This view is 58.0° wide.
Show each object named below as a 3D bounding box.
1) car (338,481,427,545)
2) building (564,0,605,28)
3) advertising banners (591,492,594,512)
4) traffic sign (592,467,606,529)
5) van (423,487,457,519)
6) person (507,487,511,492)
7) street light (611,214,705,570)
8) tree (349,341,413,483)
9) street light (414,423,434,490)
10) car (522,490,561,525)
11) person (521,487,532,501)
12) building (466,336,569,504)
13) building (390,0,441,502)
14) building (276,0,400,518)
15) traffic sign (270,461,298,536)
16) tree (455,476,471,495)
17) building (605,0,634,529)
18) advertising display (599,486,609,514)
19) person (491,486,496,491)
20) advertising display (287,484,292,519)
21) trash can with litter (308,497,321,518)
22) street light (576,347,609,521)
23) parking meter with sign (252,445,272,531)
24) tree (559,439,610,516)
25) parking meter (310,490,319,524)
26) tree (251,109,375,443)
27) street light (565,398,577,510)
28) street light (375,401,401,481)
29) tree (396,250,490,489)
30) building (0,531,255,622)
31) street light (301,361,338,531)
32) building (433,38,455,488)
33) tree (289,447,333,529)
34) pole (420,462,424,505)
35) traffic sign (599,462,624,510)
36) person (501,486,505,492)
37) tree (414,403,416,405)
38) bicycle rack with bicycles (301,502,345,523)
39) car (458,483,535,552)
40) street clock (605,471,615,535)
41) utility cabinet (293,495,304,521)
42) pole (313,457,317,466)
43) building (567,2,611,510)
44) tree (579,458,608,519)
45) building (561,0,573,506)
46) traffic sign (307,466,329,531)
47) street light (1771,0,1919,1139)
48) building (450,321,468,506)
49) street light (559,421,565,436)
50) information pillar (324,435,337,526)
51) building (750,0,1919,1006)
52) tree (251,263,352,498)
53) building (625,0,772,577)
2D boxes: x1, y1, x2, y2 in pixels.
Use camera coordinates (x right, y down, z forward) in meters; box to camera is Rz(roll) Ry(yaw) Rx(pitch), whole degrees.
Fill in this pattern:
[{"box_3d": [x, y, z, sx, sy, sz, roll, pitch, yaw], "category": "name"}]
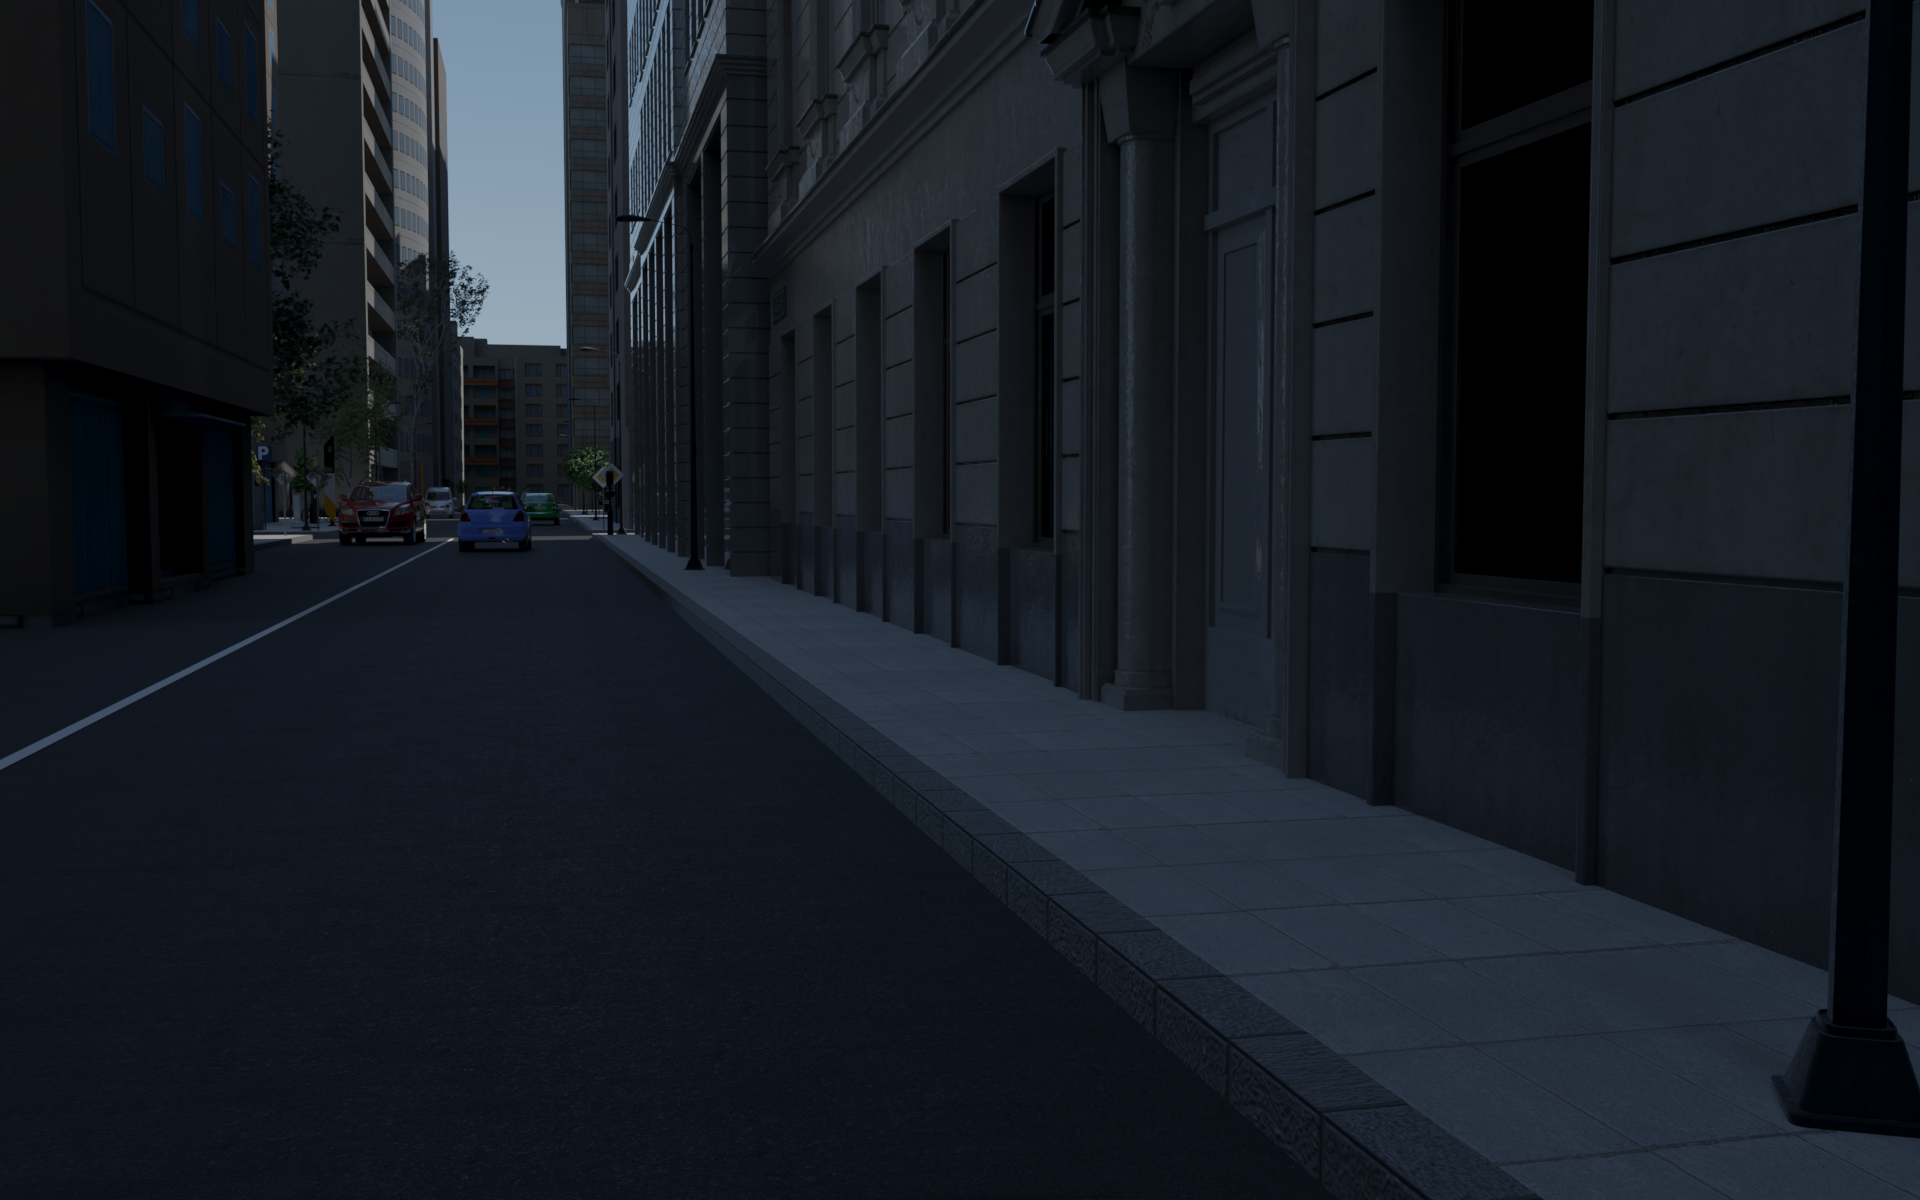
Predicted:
[{"box_3d": [-16.714, -2.544, 50.274, 2.281, 1.827, 5.304, -1, 4, -12], "category": "car"}, {"box_3d": [-23.998, -35.608, 171.436, 28.713, 52.752, 27.495, -1, 4, -14], "category": "building"}, {"box_3d": [-25.870, -7.676, 121.683, 0.090, 3.025, 2.074, -1, 4, -16], "category": "advertising banners"}, {"box_3d": [-12.942, -3.622, 62.857, 0.795, 2.450, 0.064, -1, 4, -14], "category": "traffic sign"}, {"box_3d": [-30.544, -5.781, 101.523, 2.013, 2.044, 4.112, -1, 4, -15], "category": "van"}, {"box_3d": [-26.926, -5.814, 103.336, 0.755, 1.850, 0.659, 0, 4, -3], "category": "person"}, {"box_3d": [-5.027, -3.455, 29.038, 1.470, 5.913, 1.316, -1, 4, -14], "category": "street light"}, {"box_3d": [-29.345, -8.076, 82.400, 4.737, 8.622, 4.395, 0, 3, 0], "category": "tree"}, {"box_3d": [-34.822, -8.562, 112.524, 1.470, 5.913, 1.316, -1, 4, -14], "category": "street light"}, {"box_3d": [-19.562, -4.394, 80.640, 1.959, 1.807, 4.718, -1, 4, -13], "category": "car"}, {"box_3d": [-23.860, -5.331, 95.512, 0.661, 1.843, 0.795, -2, 4, -26], "category": "person"}, {"box_3d": [-63.865, -23.403, 227.672, 28.899, 21.520, 27.650, -1, 4, -14], "category": "building"}, {"box_3d": [-55.354, -36.819, 143.981, 21.231, 58.520, 28.212, -1, 4, -14], "category": "building"}, {"box_3d": [-45.382, -29.246, 101.879, 21.300, 48.544, 21.600, -1, 4, -14], "category": "building"}, {"box_3d": [-20.597, -3.008, 52.826, 0.795, 2.450, 0.064, -1, 4, -14], "category": "traffic sign"}, {"box_3d": [-51.648, -11.339, 179.986, 1.663, 3.219, 1.824, 0, 3, 0], "category": "tree"}, {"box_3d": [-4.383, -38.827, 73.069, 20.611, 71.187, 20.563, -1, 4, -14], "category": "building"}, {"box_3d": [-22.274, -6.343, 108.915, 0.974, 1.923, 0.123, -1, 4, -15], "category": "advertising display"}, {"box_3d": [-22.284, -4.545, 82.827, 0.388, 1.821, 0.555, 3, 4, 38], "category": "person"}, {"box_3d": [-34.940, -5.203, 90.285, 0.123, 1.923, 0.974, -2, 4, -28], "category": "advertising display"}, {"box_3d": [-34.752, -4.971, 92.670, 1.055, 1.170, 0.624, 1, 4, 18], "category": "trash can with litter"}, {"box_3d": [-11.324, -5.042, 54.985, 1.470, 5.913, 1.316, -1, 4, -14], "category": "street light"}, {"box_3d": [-24.975, -3.966, 61.100, 0.543, 3.016, 1.738, 0, 4, 8], "category": "parking meter with sign"}, {"box_3d": [-22.442, -7.372, 104.242, 4.285, 4.588, 4.351, 0, 3, 0], "category": "tree"}, {"box_3d": [-27.874, -4.059, 74.779, 0.372, 1.533, 0.369, 0, 3, 0], "category": "parking meter"}, {"box_3d": [-18.348, -7.453, 38.863, 9.611, 12.733, 9.660, 0, 3, 0], "category": "tree"}, {"box_3d": [-18.214, -6.808, 83.845, 1.470, 5.913, 1.316, -1, 4, -14], "category": "street light"}, {"box_3d": [-28.676, -6.983, 86.716, 1.470, 5.913, 1.316, -1, 4, -14], "category": "street light"}, {"box_3d": [-40.440, -16.400, 124.027, 12.611, 20.169, 13.585, 0, 3, 0], "category": "tree"}, {"box_3d": [-17.625, -22.749, 22.062, 14.600, 45.320, 14.200, -1, 4, -14], "category": "building"}, {"box_3d": [-22.304, -5.376, 60.445, 1.470, 5.913, 1.316, -1, 4, -14], "category": "street light"}, {"box_3d": [-56.550, -31.574, 166.350, 14.600, 45.320, 14.200, -1, 4, -14], "category": "building"}, {"box_3d": [-24.500, -4.284, 64.651, 1.663, 3.219, 1.824, 0, 3, 0], "category": "tree"}, {"box_3d": [-34.747, -7.215, 111.814, 0.158, 3.312, 0.155, 0, 3, 0], "category": "pole"}, {"box_3d": [-11.070, -3.147, 55.094, 0.795, 2.450, 0.064, -1, 4, -14], "category": "traffic sign"}, {"box_3d": [-20.424, -4.198, 77.551, 0.576, 1.772, 0.534, -2, 4, -28], "category": "person"}, {"box_3d": [-30.693, -8.571, 90.493, 4.737, 8.622, 4.395, 0, 3, 0], "category": "tree"}, {"box_3d": [-28.578, -3.990, 78.624, 2.925, 0.926, 2.852, -2, 4, -30], "category": "bicycle rack with bicycles"}, {"box_3d": [-11.883, -2.126, 44.356, 1.945, 1.707, 3.694, -1, 4, -12], "category": "car"}, {"box_3d": [-10.911, -3.023, 54.002, 0.358, 2.002, 0.471, -1, 4, -10], "category": "street clock"}, {"box_3d": [-32.154, -4.476, 84.337, 0.306, 1.237, 1.020, -3, 4, -38], "category": "utility cabinet"}, {"box_3d": [-35.056, -6.137, 94.189, 0.158, 3.312, 0.155, 0, 3, 0], "category": "pole"}, {"box_3d": [-26.575, -28.516, 149.825, 14.154, 41.232, 14.086, -1, 4, -14], "category": "building"}, {"box_3d": [-18.941, -5.895, 90.986, 1.663, 3.219, 1.824, 0, 3, 0], "category": "tree"}, {"box_3d": [-34.324, -40.103, 197.677, 21.231, 58.520, 28.212, -1, 4, -14], "category": "building"}, {"box_3d": [-22.469, -3.483, 60.589, 0.795, 2.450, 0.064, -1, 4, -14], "category": "traffic sign"}, {"box_3d": [1.333, -1.882, 3.306, 1.470, 5.913, 1.316, -1, 4, -14], "category": "street light"}, {"box_3d": [-70.301, -21.155, 190.926, 28.899, 21.520, 27.650, -1, 4, -14], "category": "building"}, {"box_3d": [-24.395, -8.384, 109.620, 1.470, 5.913, 1.316, -1, 4, -14], "category": "street light"}, {"box_3d": [-25.084, -4.746, 68.952, 0.504, 3.616, 0.183, 2, 4, 25], "category": "information pillar"}, {"box_3d": [9.813, -14.062, 6.330, 17.030, 29.872, 44.131, -1, 4, -14], "category": "building"}, {"box_3d": [-20.415, -6.052, 49.319, 4.737, 8.622, 4.395, 0, 3, 0], "category": "tree"}, {"box_3d": [-1.777, -16.147, 41.503, 11.434, 29.767, 29.804, -1, 4, -14], "category": "building"}]
